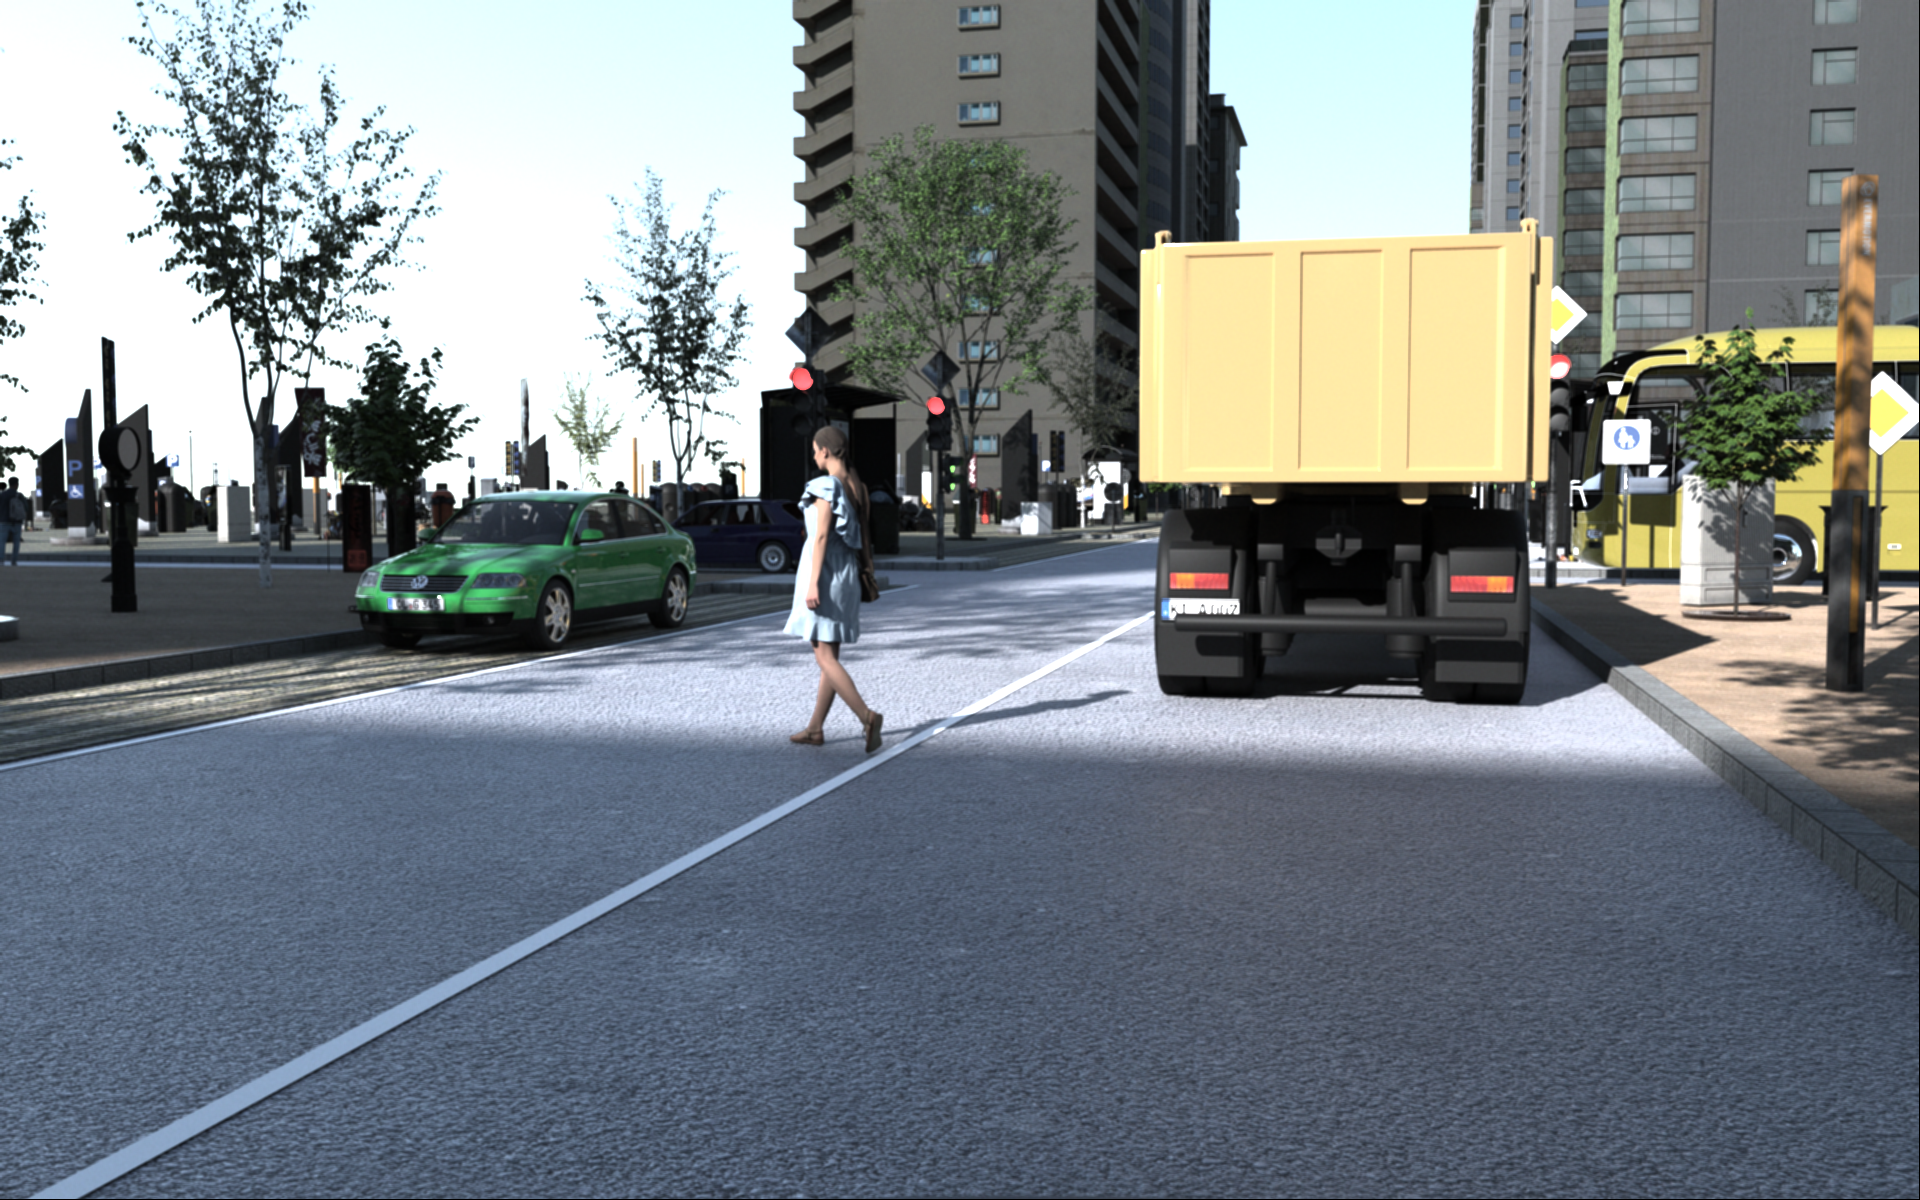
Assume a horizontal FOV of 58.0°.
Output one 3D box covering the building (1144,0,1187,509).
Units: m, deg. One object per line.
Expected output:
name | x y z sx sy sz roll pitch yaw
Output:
building | 8.890 -37.853 160.893 21.231 58.520 28.212 1 4 14

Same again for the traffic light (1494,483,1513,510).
traffic light | 9.900 -2.588 31.240 0.839 4.253 0.868 1 4 14

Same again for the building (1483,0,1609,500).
building | 72.719 -40.544 204.888 21.231 58.520 28.212 1 4 14

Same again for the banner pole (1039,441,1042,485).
banner pole | 3.620 -5.658 82.525 0.863 3.779 0.401 2 4 33

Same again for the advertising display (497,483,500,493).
advertising display | -27.282 -5.918 101.977 0.123 1.923 0.974 0 4 5

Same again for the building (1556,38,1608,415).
building | 45.913 -20.844 112.498 14.160 30.474 14.107 1 4 14

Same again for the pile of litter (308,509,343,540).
pile of litter | -17.383 -2.111 48.479 1.719 0.858 1.176 2 4 25

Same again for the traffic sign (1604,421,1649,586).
traffic sign | 9.235 -1.340 24.045 0.606 2.300 0.079 1 4 23

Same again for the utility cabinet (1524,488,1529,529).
utility cabinet | 20.373 -3.369 63.758 0.318 1.500 1.173 -2 4 -31

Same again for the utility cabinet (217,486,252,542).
utility cabinet | -19.390 -2.298 46.251 0.318 1.500 1.173 0 4 6

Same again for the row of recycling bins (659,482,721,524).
row of recycling bins | -9.574 -3.321 61.411 1.069 1.692 3.534 2 4 24

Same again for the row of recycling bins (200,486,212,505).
row of recycling bins | -37.193 -4.854 86.482 1.069 1.692 3.534 -1 4 -14

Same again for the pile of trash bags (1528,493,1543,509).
pile of trash bags | 30.976 -5.232 95.303 3.447 1.369 1.912 -1 4 -17

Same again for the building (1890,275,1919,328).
building | 40.065 -44.378 38.248 31.000 86.520 22.319 1 4 14

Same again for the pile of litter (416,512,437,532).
pile of litter | -18.133 -2.779 59.398 1.176 0.858 1.719 2 4 24

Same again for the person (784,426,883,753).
person | -0.666 -0.070 9.737 0.778 1.811 0.616 3 5 43

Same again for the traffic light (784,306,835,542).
traffic light | -2.245 -2.264 25.930 0.839 4.253 0.868 1 4 14

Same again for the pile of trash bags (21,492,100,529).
pile of trash bags | -33.539 -3.340 64.359 3.447 1.369 1.912 -1 4 -12

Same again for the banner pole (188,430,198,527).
banner pole | -30.129 -4.766 67.945 0.401 3.779 0.863 -1 4 -20

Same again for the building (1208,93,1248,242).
building | 23.487 -39.500 235.055 28.713 52.752 27.495 1 4 14

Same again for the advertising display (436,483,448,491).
advertising display | -30.131 -5.843 100.752 0.123 1.923 0.974 1 4 19

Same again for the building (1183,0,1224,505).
building | 21.690 -47.216 210.230 20.563 71.187 20.611 1 4 14

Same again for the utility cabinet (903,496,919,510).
utility cabinet | -1.751 -3.090 61.679 0.306 1.237 1.020 -1 4 -19

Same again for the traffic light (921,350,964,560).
traffic light | -0.372 -2.738 33.693 0.839 4.253 0.868 1 4 14

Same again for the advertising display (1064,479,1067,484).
advertising display | 4.654 -4.323 75.900 0.123 1.923 0.974 0 4 -3

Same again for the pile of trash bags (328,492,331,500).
pile of trash bags | -28.197 -4.066 76.227 1.912 1.369 3.447 -1 4 -8

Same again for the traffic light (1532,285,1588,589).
traffic light | 8.027 -2.114 23.477 0.839 4.253 0.868 1 4 14

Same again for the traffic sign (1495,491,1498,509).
traffic sign | 12.402 -2.449 40.039 0.884 2.594 0.081 2 4 23

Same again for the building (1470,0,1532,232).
building | 80.423 -49.258 243.612 20.563 71.187 20.611 1 4 14

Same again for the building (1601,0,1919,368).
building | 37.123 -24.245 79.997 14.154 41.232 14.086 1 4 14

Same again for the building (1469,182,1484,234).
building | 73.711 -33.256 227.337 14.154 41.232 14.086 1 4 14

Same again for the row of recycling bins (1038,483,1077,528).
row of recycling bins | 3.760 -3.641 66.648 1.069 1.692 3.534 1 4 19

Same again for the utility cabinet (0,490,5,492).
utility cabinet | -54.508 -5.517 98.886 0.318 1.500 1.173 1 4 9

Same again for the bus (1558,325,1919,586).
bus | 15.248 -2.074 25.460 12.252 3.916 2.896 1 4 12

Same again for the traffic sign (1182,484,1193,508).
traffic sign | 12.147 -5.532 92.580 0.606 2.300 0.079 1 4 20

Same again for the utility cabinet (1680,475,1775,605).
utility cabinet | 8.867 -0.691 19.979 1.173 1.500 0.318 -2 4 -26

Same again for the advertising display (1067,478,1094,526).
advertising display | 4.947 -3.982 70.324 0.974 1.923 0.123 1 4 13

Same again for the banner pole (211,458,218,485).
banner pole | -52.076 -8.013 121.026 0.863 3.779 0.401 2 4 30

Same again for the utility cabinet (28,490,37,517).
utility cabinet | -50.314 -5.270 94.850 1.173 1.500 0.318 -3 5 -45

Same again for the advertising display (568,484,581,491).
advertising display | -24.741 -6.502 111.525 0.974 1.923 0.123 0 4 -2

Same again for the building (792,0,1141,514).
building | 0.581 -30.430 121.226 21.300 48.544 21.600 1 4 14

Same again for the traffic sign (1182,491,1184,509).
traffic sign | 13.342 -6.337 103.715 0.768 2.556 0.104 1 4 20

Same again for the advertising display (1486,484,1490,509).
advertising display | 14.719 -2.628 48.182 0.123 1.923 0.974 1 4 12

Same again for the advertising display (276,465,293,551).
advertising display | -15.337 -2.086 39.313 0.123 1.923 0.974 -2 4 -34

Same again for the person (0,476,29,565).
person | -18.636 -1.540 34.021 0.623 1.781 0.721 -2 4 -31

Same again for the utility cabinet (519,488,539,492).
utility cabinet | -16.707 -3.520 66.239 1.173 1.500 0.318 0 4 -3

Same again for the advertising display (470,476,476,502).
advertising display | -17.064 -3.394 60.698 0.123 1.923 0.974 -1 4 -12

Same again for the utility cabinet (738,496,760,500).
utility cabinet | -5.932 -2.337 49.368 0.306 1.237 1.020 -3 5 -44

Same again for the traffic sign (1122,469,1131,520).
traffic sign | 8.146 -5.278 86.393 0.768 2.556 0.104 1 4 19

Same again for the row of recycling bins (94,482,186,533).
row of recycling bins | -27.460 -3.061 57.158 3.534 1.692 1.069 -3 4 -36

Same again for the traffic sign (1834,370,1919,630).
traffic sign | 8.629 -0.923 16.280 0.795 2.450 0.064 1 4 21

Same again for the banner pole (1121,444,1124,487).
banner pole | 8.185 -5.971 87.648 0.401 3.779 0.863 0 4 -2

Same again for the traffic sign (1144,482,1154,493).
traffic sign | 8.840 -5.057 82.688 0.884 2.594 0.081 1 4 22

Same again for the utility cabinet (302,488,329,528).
utility cabinet | -24.394 -3.455 65.167 0.318 1.500 1.173 3 5 40

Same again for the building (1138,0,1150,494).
building | 7.256 -27.878 139.407 14.154 41.232 14.086 1 4 14
